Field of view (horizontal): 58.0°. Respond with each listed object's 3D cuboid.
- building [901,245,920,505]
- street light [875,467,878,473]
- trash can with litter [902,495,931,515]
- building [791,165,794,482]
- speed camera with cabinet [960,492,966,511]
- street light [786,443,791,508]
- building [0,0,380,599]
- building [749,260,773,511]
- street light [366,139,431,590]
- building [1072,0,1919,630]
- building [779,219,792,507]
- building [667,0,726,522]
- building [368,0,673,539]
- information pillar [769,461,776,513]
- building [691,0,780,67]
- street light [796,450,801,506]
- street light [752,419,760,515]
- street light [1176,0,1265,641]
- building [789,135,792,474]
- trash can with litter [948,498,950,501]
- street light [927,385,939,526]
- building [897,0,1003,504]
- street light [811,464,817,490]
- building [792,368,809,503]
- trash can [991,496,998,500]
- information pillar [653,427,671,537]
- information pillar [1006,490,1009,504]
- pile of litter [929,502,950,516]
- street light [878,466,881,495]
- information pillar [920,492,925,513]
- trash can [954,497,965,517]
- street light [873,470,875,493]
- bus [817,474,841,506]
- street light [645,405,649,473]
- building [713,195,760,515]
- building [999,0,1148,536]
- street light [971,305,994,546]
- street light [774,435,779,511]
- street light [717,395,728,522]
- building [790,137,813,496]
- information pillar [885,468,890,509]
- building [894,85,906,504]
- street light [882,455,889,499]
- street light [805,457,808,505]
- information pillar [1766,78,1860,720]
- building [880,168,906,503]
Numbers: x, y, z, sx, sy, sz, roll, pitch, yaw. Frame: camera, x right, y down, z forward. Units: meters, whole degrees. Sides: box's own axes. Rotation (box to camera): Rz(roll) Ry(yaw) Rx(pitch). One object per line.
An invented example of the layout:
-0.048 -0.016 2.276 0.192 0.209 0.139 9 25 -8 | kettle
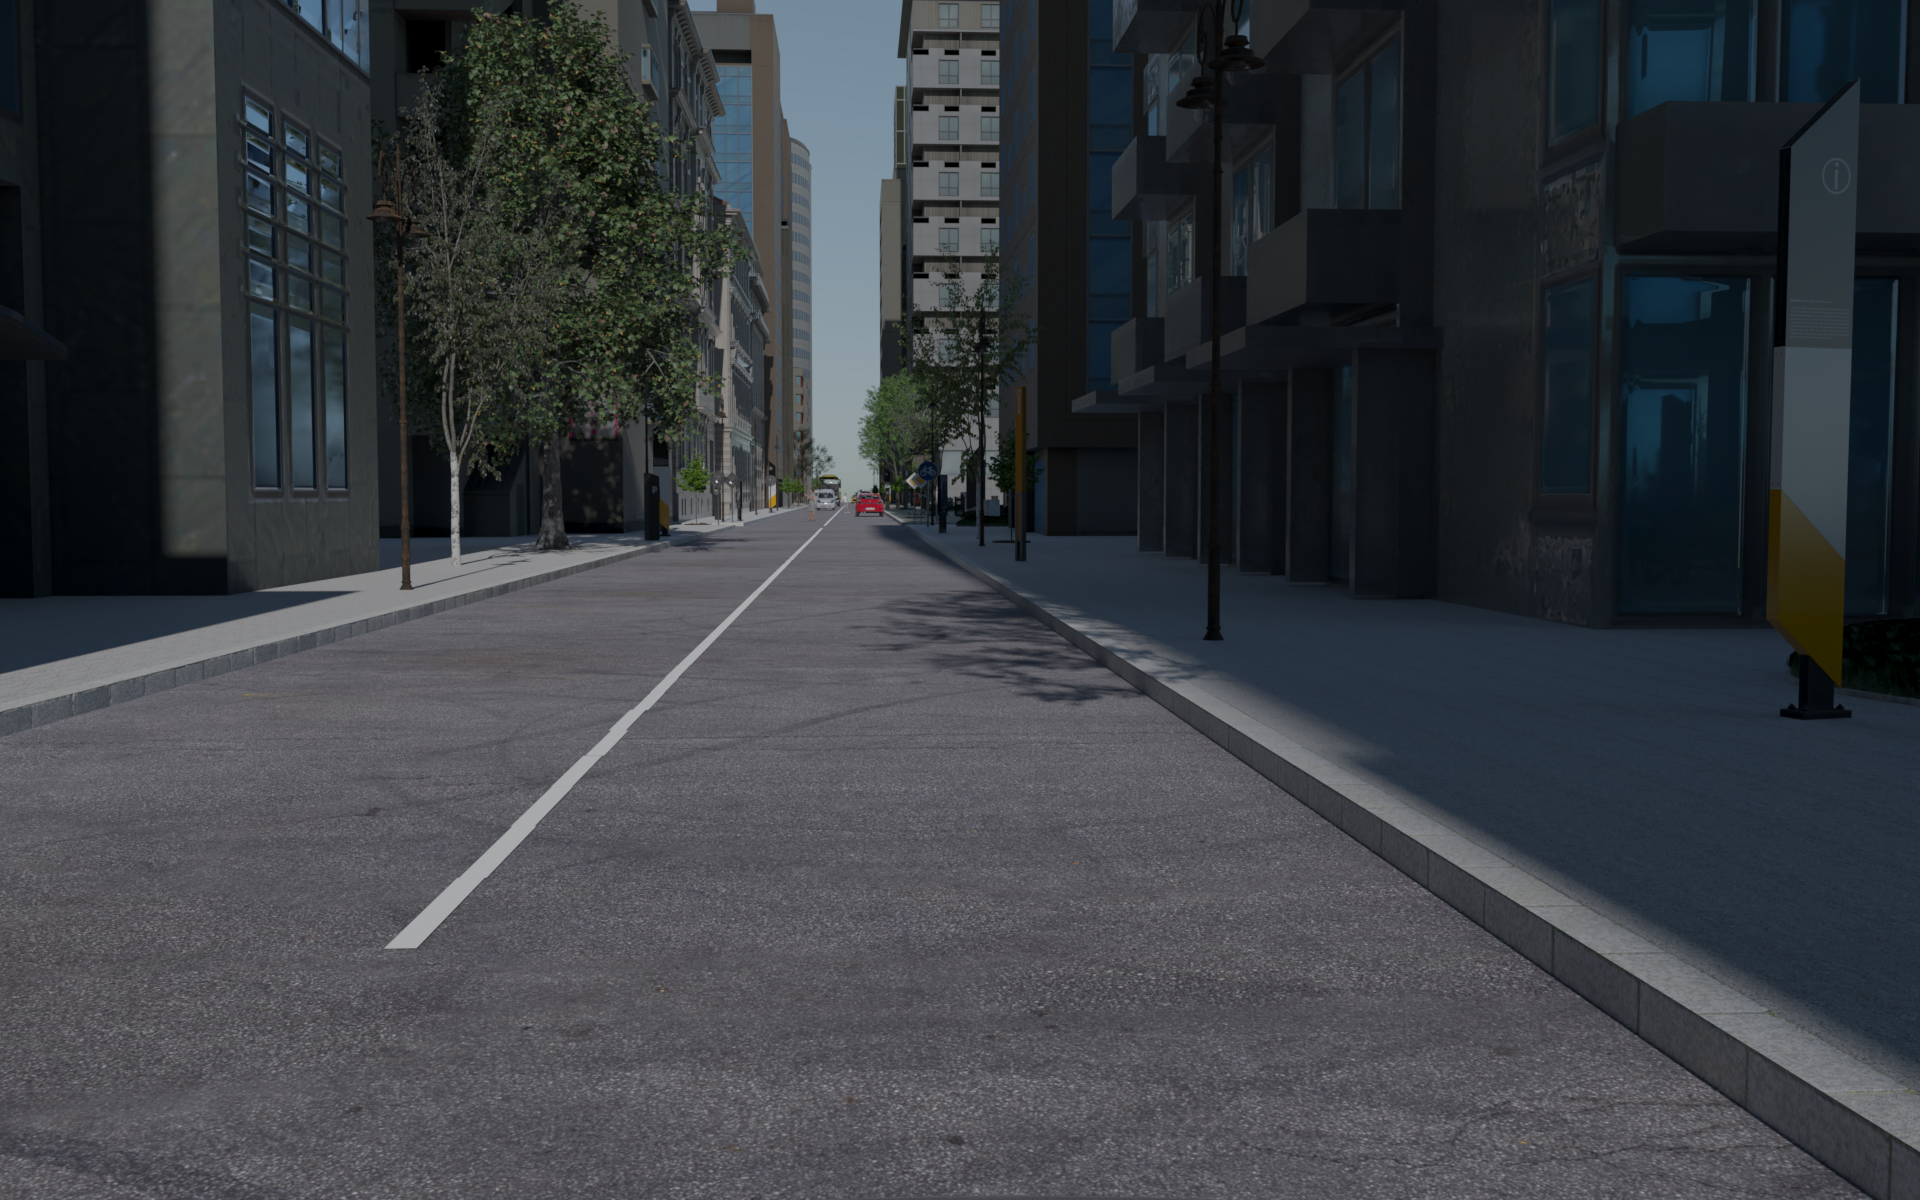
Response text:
0.136 -26.329 202.181 14.160 30.474 14.107 0 4 -3 | building
-10.737 -15.753 230.347 0.468 5.910 1.993 0 4 -3 | street light
-2.543 -5.950 108.333 2.233 1.210 1.678 -1 4 -9 | trash can with litter
-26.766 -33.760 202.094 14.600 45.320 14.200 0 4 -3 | building
0.603 -7.840 122.524 0.660 3.252 2.038 -1 4 -19 | speed camera with cabinet
-15.441 -11.217 156.189 0.468 5.910 1.993 0 4 -3 | street light
-17.882 -42.664 10.225 22.319 86.520 31.000 0 4 -3 | building
-21.844 -17.957 135.400 13.314 21.916 24.055 0 4 -3 | building
-7.421 -3.074 23.044 0.468 5.910 1.993 0 4 -3 | street light
14.765 -24.998 28.321 23.786 49.044 30.456 0 4 -3 | building
-24.308 -24.626 174.342 14.160 30.474 14.107 0 4 -3 | building
-19.862 -18.502 89.896 14.401 28.519 23.554 0 4 -3 | building
-21.653 -26.589 58.440 21.600 48.544 21.300 0 4 -3 | building
-13.055 -7.887 120.300 0.504 3.616 0.183 -1 4 -9 | information pillar
-23.707 -31.172 159.772 14.600 45.320 14.200 0 4 -3 | building
-17.049 -12.850 182.883 0.468 5.910 1.993 0 4 -3 | street light
-12.516 -8.160 106.211 0.468 5.910 1.993 0 4 -3 | street light
2.230 -2.585 15.059 0.468 5.910 1.993 0 4 -3 | street light
-26.210 -32.894 187.928 14.600 45.320 14.200 0 4 -3 | building
-1.138 -6.487 117.448 0.624 1.170 1.055 1 4 22 | trash can with litter
-1.126 -5.980 70.568 0.468 5.910 1.993 0 4 -3 | street light
8.170 -36.204 181.182 28.713 52.752 27.495 0 4 -3 | building
-20.284 -16.250 238.479 0.468 5.910 1.993 0 4 -3 | street light
-36.305 -24.883 251.872 27.650 21.520 28.899 0 4 -3 | building
3.101 -8.734 154.454 0.748 1.137 0.748 0 3 0 | trash can
-9.013 -3.728 52.305 0.504 3.616 0.183 -1 4 -10 | information pillar
4.017 -8.567 144.561 0.304 2.012 0.304 1 4 18 | information pillar
-1.306 -5.331 101.133 1.176 0.858 1.719 -3 4 -37 | pile of litter
-9.101 -14.120 203.655 0.468 5.910 1.993 0 4 -3 | street light
-2.500 -6.846 116.421 0.304 2.012 0.304 0 4 -5 | information pillar
-0.016 -5.341 98.973 0.748 1.137 0.748 0 3 0 | trash can
-12.433 -17.558 259.860 0.468 5.910 1.993 0 4 -3 | street light
-16.534 -13.988 220.252 2.896 3.916 12.252 0 4 -2 | bus
-9.002 -4.707 49.739 0.468 5.910 1.993 0 4 -3 | street light
-19.387 -16.928 112.924 11.583 22.565 21.152 0 4 -3 | building
8.794 -24.972 58.404 14.600 45.320 14.200 0 4 -3 | building
0.541 -4.261 42.452 0.468 5.910 1.993 0 4 -3 | street light
-14.067 -9.813 133.237 0.468 5.910 1.993 0 4 -3 | street light
-10.899 -6.528 79.517 0.468 5.910 1.993 0 4 -3 | street light
-34.759 -45.100 279.388 21.231 58.520 28.212 0 4 -3 | building
-6.424 -9.918 153.518 0.504 3.616 0.183 -1 4 -10 | information pillar
-3.303 -52.876 302.778 20.563 71.187 20.611 0 4 -3 | building
-7.503 -12.474 176.730 0.468 5.910 1.993 0 4 -3 | street light
-18.585 -14.485 209.615 0.468 5.910 1.993 0 4 -3 | street light
4.842 -1.130 9.825 0.504 3.616 0.183 -1 4 -18 | information pillar
-0.904 -38.495 253.091 21.300 48.544 21.600 0 4 -3 | building
